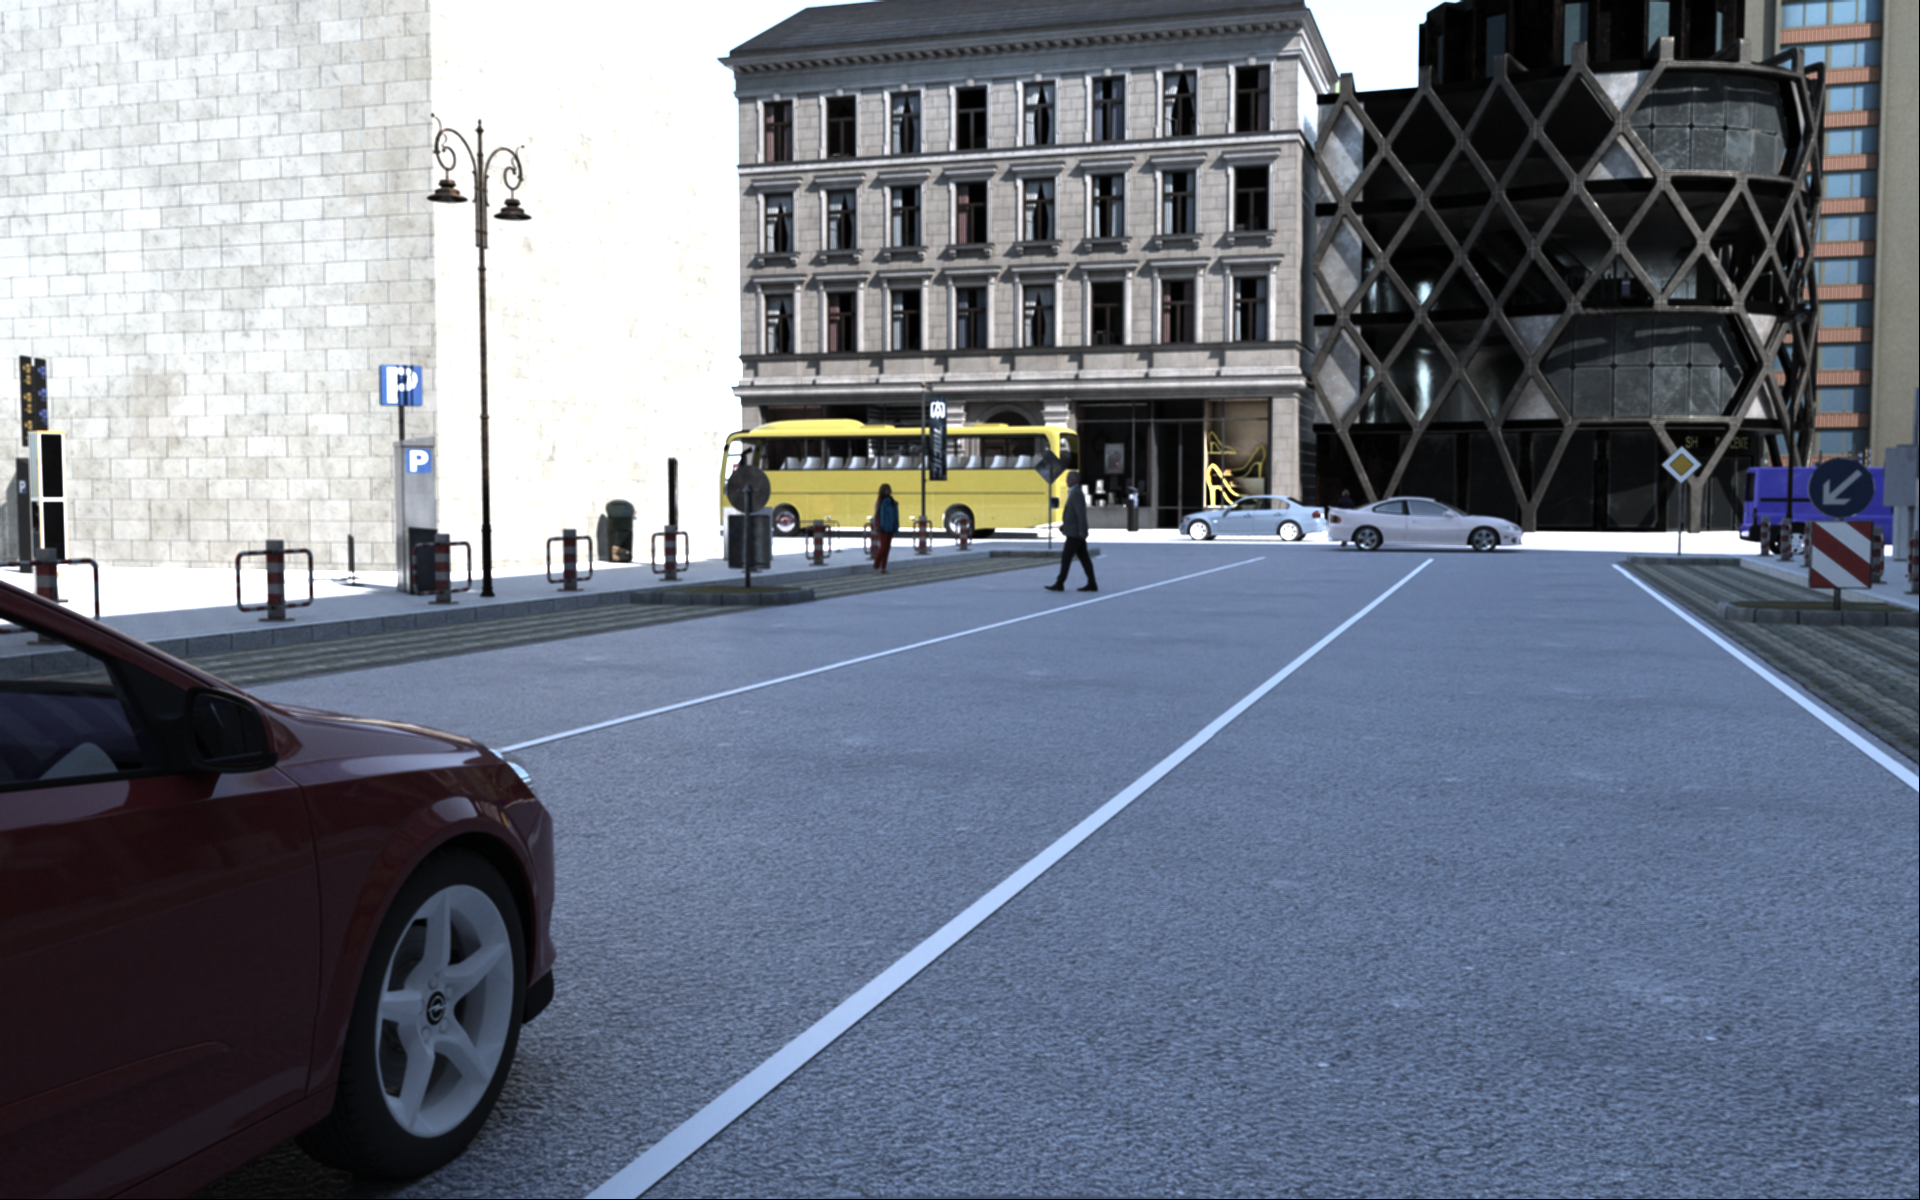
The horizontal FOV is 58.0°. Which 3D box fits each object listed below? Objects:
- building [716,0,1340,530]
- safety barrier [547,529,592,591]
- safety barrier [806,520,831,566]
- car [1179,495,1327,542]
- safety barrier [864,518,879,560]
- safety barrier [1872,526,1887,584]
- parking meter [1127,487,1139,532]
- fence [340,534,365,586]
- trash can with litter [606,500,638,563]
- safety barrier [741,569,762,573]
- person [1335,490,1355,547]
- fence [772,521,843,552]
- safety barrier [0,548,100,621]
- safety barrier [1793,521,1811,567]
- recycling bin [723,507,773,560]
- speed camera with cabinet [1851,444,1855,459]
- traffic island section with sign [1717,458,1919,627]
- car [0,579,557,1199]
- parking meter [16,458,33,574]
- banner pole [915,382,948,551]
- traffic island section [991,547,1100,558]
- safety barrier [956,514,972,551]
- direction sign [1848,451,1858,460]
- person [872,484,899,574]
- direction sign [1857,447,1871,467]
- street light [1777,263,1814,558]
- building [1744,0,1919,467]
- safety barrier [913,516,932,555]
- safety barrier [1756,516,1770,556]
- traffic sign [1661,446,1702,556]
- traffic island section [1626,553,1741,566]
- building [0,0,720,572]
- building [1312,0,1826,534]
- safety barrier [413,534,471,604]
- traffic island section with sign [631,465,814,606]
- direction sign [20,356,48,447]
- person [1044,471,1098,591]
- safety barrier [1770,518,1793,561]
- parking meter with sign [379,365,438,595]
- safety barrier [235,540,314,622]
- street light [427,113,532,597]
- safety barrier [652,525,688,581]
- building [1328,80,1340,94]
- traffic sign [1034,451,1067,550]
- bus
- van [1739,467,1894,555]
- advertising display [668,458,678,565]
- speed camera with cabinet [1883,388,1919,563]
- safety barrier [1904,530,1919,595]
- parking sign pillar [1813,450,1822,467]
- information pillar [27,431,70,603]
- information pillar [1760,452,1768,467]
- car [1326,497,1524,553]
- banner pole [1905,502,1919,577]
[{"bbox_3d":[-5.883,-13.397,69.958,40.483,20.767,10.553,1,4,18],"label":"building"},{"bbox_3d":[-5.167,-0.531,22.951,0.300,0.817,1.120,1,4,18],"label":"safety barrier"},{"bbox_3d":[-2.543,-1.031,31.130,0.300,0.817,1.120,1,4,18],"label":"safety barrier"},{"bbox_3d":[8.985,-2.523,53.248,4.499,1.417,2.014,1,4,19],"label":"car"},{"bbox_3d":[-1.666,-1.198,33.867,0.300,0.817,1.120,1,4,18],"label":"safety barrier"},{"bbox_3d":[13.149,-0.649,24.892,0.300,0.817,1.120,1,4,18],"label":"safety barrier"},{"bbox_3d":[5.881,-3.087,58.880,0.372,1.533,0.369,0,3,0],"label":"parking meter"},{"bbox_3d":[-8.824,-0.595,25.101,0.278,0.683,2.069,-1,4,-21],"label":"fence"},{"bbox_3d":[-6.332,-1.297,32.586,0.624,1.170,1.055,-1,4,-15],"label":"trash can with litter"},{"bbox_3d":[-3.416,-0.864,28.408,0.300,0.817,1.120,1,4,18],"label":"safety barrier"},{"bbox_3d":[10.442,-2.234,47.235,0.569,1.553,0.471,3,4,36],"label":"person"},{"bbox_3d":[-3.652,-1.422,38.619,2.069,0.683,0.278,1,4,13],"label":"fence"},{"bbox_3d":[-7.787,-0.031,14.778,0.300,0.817,1.120,1,4,18],"label":"safety barrier"},{"bbox_3d":[14.906,-0.984,30.365,0.300,0.817,1.120,1,4,18],"label":"safety barrier"},{"bbox_3d":[-4.123,-1.290,33.646,0.722,1.027,0.722,2,4,28],"label":"recycling bin"},{"bbox_3d":[35.570,-4.592,69.416,0.660,3.252,2.038,2,4,29],"label":"speed camera with cabinet"},{"bbox_3d":[9.748,-0.676,19.684,1.989,1.847,2.006,1,4,18],"label":"traffic island section with sign"},{"bbox_3d":[-2.281,0.391,2.647,2.155,1.783,4.494,1,4,16],"label":"car"},{"bbox_3d":[-14.967,-1.358,27.919,0.399,1.863,0.255,2,4,31],"label":"parking meter"},{"bbox_3d":[-0.628,-2.993,38.959,0.863,3.779,0.401,-2,4,-33],"label":"banner pole"},{"bbox_3d":[2.059,-1.089,40.088,2.009,0.180,2.903,1,4,18],"label":"traffic island section"},{"bbox_3d":[0.086,-1.533,39.336,0.300,0.817,1.120,1,4,18],"label":"safety barrier"},{"bbox_3d":[47.459,-6.109,91.874,0.876,3.537,0.379,-1,4,-13],"label":"direction sign"},{"bbox_3d":[-1.331,-1.271,30.988,0.593,1.614,0.444,-2,4,-28],"label":"person"},{"bbox_3d":[43.579,-5.581,83.253,0.379,3.537,0.876,3,5,42],"label":"direction sign"},{"bbox_3d":[16.768,-3.798,34.889,0.468,5.910,1.993,1,4,18],"label":"street light"},{"bbox_3d":[65.113,-29.374,134.889,22.147,44.769,28.867,1,4,18],"label":"building"},{"bbox_3d":[-0.787,-1.366,36.613,0.300,0.817,1.120,1,4,18],"label":"safety barrier"},{"bbox_3d":[16.653,-1.317,35.812,0.300,0.817,1.120,1,4,18],"label":"safety barrier"},{"bbox_3d":[14.929,-1.972,35.892,0.795,2.450,0.064,1,4,18],"label":"traffic sign"},{"bbox_3d":[14.954,-0.837,35.962,2.009,0.180,2.903,1,4,18],"label":"traffic island section"},{"bbox_3d":[-14.855,-11.028,35.052,16.860,20.320,10.420,1,4,18],"label":"building"},{"bbox_3d":[22.349,-12.037,64.260,16.811,18.784,16.820,1,4,18],"label":"building"},{"bbox_3d":[-6.040,-0.364,20.228,0.300,0.817,1.120,1,4,18],"label":"safety barrier"},{"bbox_3d":[-3.037,-0.883,23.069,1.989,1.847,2.006,1,4,18],"label":"traffic island section with sign"},{"bbox_3d":[-15.370,-2.252,28.817,0.379,3.537,0.876,0,4,-4],"label":"direction sign"},{"bbox_3d":[1.622,-1.013,25.465,0.834,1.777,0.661,0,4,-8],"label":"person"},{"bbox_3d":[15.779,-1.151,33.090,0.300,0.817,1.120,1,4,18],"label":"safety barrier"},{"bbox_3d":[-7.195,-1.622,22.777,0.543,3.016,1.738,-2,4,-27],"label":"parking meter with sign"},{"bbox_3d":[-6.915,-0.197,17.501,0.300,0.817,1.120,1,4,18],"label":"safety barrier"},{"bbox_3d":[-5.923,-2.981,21.535,0.468,5.910,1.993,1,4,18],"label":"street light"},{"bbox_3d":[-4.292,-0.697,25.673,0.300,0.817,1.120,1,4,18],"label":"safety barrier"},{"bbox_3d":[28.076,-29.400,164.279,14.154,41.232,14.086,1,4,18],"label":"building"},{"bbox_3d":[2.084,-2.225,40.018,0.795,2.450,0.064,1,4,18],"label":"traffic sign"},{"bbox_3d":[-2.303,-4.001,56.962,12.252,3.916,2.896,1,4,19],"label":"bus"},{"bbox_3d":[20.390,-2.104,38.777,5.245,2.365,2.240,1,4,17],"label":"van"},{"bbox_3d":[-5.153,-1.585,31.135,0.123,1.923,0.974,0,4,-7],"label":"advertising display"},{"bbox_3d":[18.075,-2.362,32.947,0.660,3.252,2.038,3,4,38],"label":"speed camera with cabinet"},{"bbox_3d":[12.275,-0.482,22.157,0.300,0.817,1.120,1,4,18],"label":"safety barrier"},{"bbox_3d":[52.581,-7.202,106.232,1.447,3.967,1.447,2,4,28],"label":"parking sign pillar"},{"bbox_3d":[-10.698,-0.969,20.335,0.304,2.012,0.304,3,5,42],"label":"information pillar"},{"bbox_3d":[44.398,-6.380,95.668,0.504,3.616,0.183,-1,4,-20],"label":"information pillar"},{"bbox_3d":[11.695,-1.916,43.684,4.827,1.381,2.083,1,4,16],"label":"car"},{"bbox_3d":[14.937,-2.252,26.838,0.401,3.779,0.863,2,4,29],"label":"banner pole"}]
